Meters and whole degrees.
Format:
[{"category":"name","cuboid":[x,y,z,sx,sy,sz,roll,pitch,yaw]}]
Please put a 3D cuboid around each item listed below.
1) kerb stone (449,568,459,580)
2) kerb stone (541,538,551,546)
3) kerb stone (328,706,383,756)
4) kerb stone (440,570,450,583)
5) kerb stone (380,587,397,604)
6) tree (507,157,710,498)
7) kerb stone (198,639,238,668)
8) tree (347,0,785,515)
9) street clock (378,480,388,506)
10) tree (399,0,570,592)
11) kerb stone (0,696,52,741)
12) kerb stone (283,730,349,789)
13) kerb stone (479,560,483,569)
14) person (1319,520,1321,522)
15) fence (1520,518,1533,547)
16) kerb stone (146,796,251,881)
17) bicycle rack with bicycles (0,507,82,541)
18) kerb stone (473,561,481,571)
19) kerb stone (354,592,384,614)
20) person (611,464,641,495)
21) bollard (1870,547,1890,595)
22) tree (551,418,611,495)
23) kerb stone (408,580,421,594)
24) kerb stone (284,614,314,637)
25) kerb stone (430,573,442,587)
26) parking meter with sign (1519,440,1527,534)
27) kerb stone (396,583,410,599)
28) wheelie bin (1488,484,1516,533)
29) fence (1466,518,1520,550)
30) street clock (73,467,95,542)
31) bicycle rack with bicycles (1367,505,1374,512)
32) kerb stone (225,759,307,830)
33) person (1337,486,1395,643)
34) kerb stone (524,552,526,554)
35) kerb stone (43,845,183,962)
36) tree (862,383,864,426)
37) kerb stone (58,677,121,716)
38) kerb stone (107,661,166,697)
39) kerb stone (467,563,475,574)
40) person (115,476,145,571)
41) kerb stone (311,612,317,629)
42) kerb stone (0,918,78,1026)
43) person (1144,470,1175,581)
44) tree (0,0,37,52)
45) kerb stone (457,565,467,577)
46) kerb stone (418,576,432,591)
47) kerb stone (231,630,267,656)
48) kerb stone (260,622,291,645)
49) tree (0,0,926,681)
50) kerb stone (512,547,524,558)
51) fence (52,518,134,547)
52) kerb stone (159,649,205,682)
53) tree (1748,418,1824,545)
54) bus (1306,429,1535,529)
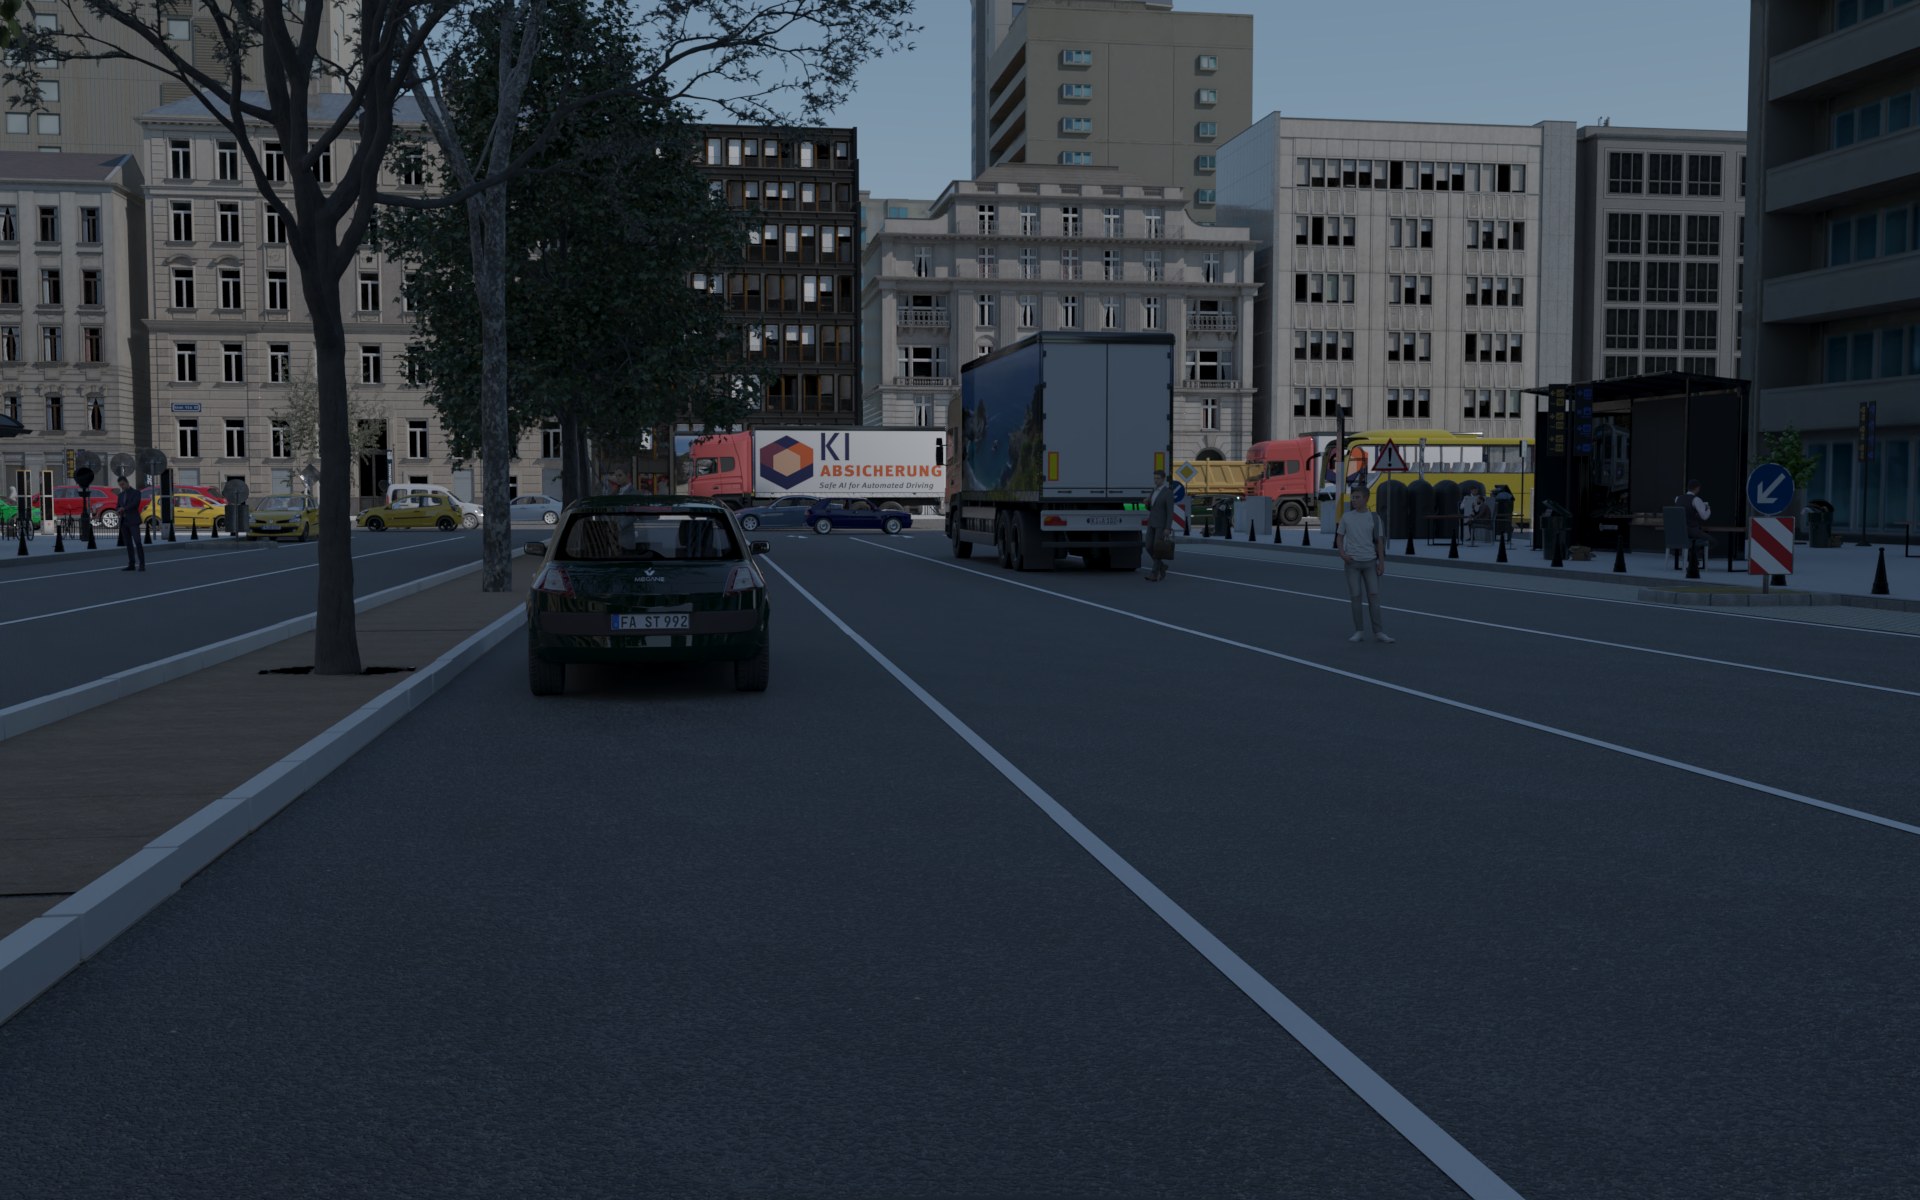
[{"category":"kerb stone","cuboid":[-8.513,-0.398,28.821,0.120,0.150,1.000,-1,4,-9]},{"category":"kerb stone","cuboid":[-11.497,-1.581,48.146,0.120,0.150,1.000,-1,4,-9]},{"category":"kerb stone","cuboid":[-3.447,0.756,9.844,0.120,0.150,1.000,-1,4,-9]},{"category":"kerb stone","cuboid":[-8.354,-0.339,27.807,0.120,0.150,1.000,-1,4,-9]},{"category":"kerb stone","cuboid":[-7.567,-0.033,22.734,0.120,0.150,1.000,-1,4,-9]},{"category":"tree","cuboid":[-10.339,-7.505,47.212,6.751,12.117,7.091,0,3,0]},{"category":"kerb stone","cuboid":[-6.302,0.464,14.607,0.120,0.150,1.000,-1,4,-9]},{"category":"tree","cuboid":[-8.565,-7.239,37.826,9.611,12.733,9.660,0,3,0]},{"category":"street clock","cuboid":[-29.888,-5.216,89.846,0.471,2.002,0.358,-2,4,-35]},{"category":"tree","cuboid":[-8.100,-10.217,25.395,12.611,20.169,13.585,0,3,0]},{"category":"kerb stone","cuboid":[-5.679,0.713,10.543,0.120,0.150,1.000,-1,4,-9]},{"category":"kerb stone","cuboid":[-3.289,0.818,8.829,0.120,0.150,1.000,-1,4,-9]},{"category":"kerb stone","cuboid":[-9.137,-0.654,32.894,0.120,0.150,1.000,-1,4,-9]},{"category":"person","cuboid":[18.676,-4.926,89.391,0.624,1.780,0.694,-2,4,-23]},{"category":"fence","cuboid":[13.953,-1.702,43.210,0.278,0.683,2.069,0,4,2]},{"category":"kerb stone","cuboid":[-2.983,0.942,6.796,0.120,0.150,1.000,-1,4,-9]},{"category":"bicycle rack with bicycles","cuboid":[-25.689,-2.141,48.389,2.852,0.926,2.925,-1,4,-23]},{"category":"kerb stone","cuboid":[-8.984,-0.584,31.880,0.120,0.150,1.000,-1,4,-9]},{"category":"kerb stone","cuboid":[-7.409,0.031,21.720,0.120,0.150,1.000,-1,4,-9]},{"category":"person","cuboid":[-4.098,-0.735,20.794,0.520,1.790,0.573,1,4,21]},{"category":"bollard","cuboid":[11.784,-0.374,22.158,0.229,0.601,0.229,0,3,0]},{"category":"tree","cuboid":[-10.902,-6.124,52.943,4.360,8.622,3.978,0,3,0]},{"category":"kerb stone","cuboid":[-7.882,-0.153,24.765,0.120,0.150,1.000,-1,4,-9]},{"category":"kerb stone","cuboid":[-6.782,0.280,17.650,0.120,0.150,1.000,-1,4,-9]},{"category":"kerb stone","cuboid":[-8.195,-0.280,26.793,0.120,0.150,1.000,-1,4,-9]},{"category":"parking meter with sign","cuboid":[18.935,-3.639,55.751,1.738,3.016,0.543,2,4,35]},{"category":"kerb stone","cuboid":[-7.726,-0.092,23.748,0.120,0.150,1.000,-1,4,-9]},{"category":"wheelie bin","cuboid":[17.825,-3.004,57.031,0.693,1.594,0.980,-1,4,-21]},{"category":"fence","cuboid":[12.583,-1.567,40.997,0.278,0.683,2.069,-1,4,-9]},{"category":"street clock","cuboid":[-23.635,-2.581,46.765,0.358,2.002,0.471,3,5,43]},{"category":"bicycle rack with bicycles","cuboid":[33.789,-7.563,137.031,2.852,0.926,2.925,0,4,-2]},{"category":"kerb stone","cuboid":[-3.133,0.880,7.814,0.120,0.150,1.000,-1,4,-9]},{"category":"person","cuboid":[3.942,-0.350,16.815,0.503,1.515,0.523,-1,4,-17]},{"category":"kerb stone","cuboid":[-10.393,-1.150,41.028,0.120,0.150,1.000,-1,4,-9]},{"category":"kerb stone","cuboid":[-2.814,1.004,5.784,0.120,0.150,1.000,-1,4,-9]},{"category":"tree","cuboid":[-10.750,-15.592,171.933,9.611,12.733,9.660,0,3,0]},{"category":"kerb stone","cuboid":[-5.841,0.656,11.557,0.120,0.150,1.000,-1,4,-9]},{"category":"kerb stone","cuboid":[-5.999,0.588,12.575,0.120,0.150,1.000,-1,4,-9]},{"category":"kerb stone","cuboid":[-8.819,-0.530,30.856,0.120,0.150,1.000,-1,4,-9]},{"category":"person","cuboid":[-15.458,-1.420,32.166,0.683,1.767,0.568,1,4,15]},{"category":"kerb stone","cuboid":[-6.937,0.221,18.672,0.120,0.150,1.000,-1,4,-9]},{"category":"kerb stone","cuboid":[-2.660,1.066,4.760,0.120,0.150,1.000,-1,4,-9]},{"category":"person","cuboid":[3.290,-1.225,28.501,0.622,1.834,0.822,3,5,42]},{"category":"tree","cuboid":[-3.364,-3.150,4.324,4.360,8.622,3.978,0,3,0]},{"category":"kerb stone","cuboid":[-8.666,-0.466,29.835,0.120,0.150,1.000,-1,4,-9]},{"category":"kerb stone","cuboid":[-8.038,-0.219,25.779,0.120,0.150,1.000,-1,4,-9]},{"category":"kerb stone","cuboid":[-6.463,0.406,15.622,0.120,0.150,1.000,-1,4,-9]},{"category":"kerb stone","cuboid":[-6.627,0.347,16.636,0.120,0.150,1.000,-1,4,-9]},{"category":"tree","cuboid":[-4.900,-6.141,13.237,12.009,13.543,11.850,0,3,0]},{"category":"kerb stone","cuboid":[-10.236,-1.089,40.004,0.120,0.150,1.000,-1,4,-9]},{"category":"fence","cuboid":[-21.458,-1.683,42.886,0.278,0.683,2.069,2,4,27]},{"category":"kerb stone","cuboid":[-6.152,0.527,13.589,0.120,0.150,1.000,-1,4,-9]},{"category":"tree","cuboid":[21.166,-3.028,44.109,1.663,3.219,1.824,0,3,0]},{"category":"bus","cuboid":[19.684,-4.595,66.676,12.252,3.916,2.896,0,4,-7]}]
